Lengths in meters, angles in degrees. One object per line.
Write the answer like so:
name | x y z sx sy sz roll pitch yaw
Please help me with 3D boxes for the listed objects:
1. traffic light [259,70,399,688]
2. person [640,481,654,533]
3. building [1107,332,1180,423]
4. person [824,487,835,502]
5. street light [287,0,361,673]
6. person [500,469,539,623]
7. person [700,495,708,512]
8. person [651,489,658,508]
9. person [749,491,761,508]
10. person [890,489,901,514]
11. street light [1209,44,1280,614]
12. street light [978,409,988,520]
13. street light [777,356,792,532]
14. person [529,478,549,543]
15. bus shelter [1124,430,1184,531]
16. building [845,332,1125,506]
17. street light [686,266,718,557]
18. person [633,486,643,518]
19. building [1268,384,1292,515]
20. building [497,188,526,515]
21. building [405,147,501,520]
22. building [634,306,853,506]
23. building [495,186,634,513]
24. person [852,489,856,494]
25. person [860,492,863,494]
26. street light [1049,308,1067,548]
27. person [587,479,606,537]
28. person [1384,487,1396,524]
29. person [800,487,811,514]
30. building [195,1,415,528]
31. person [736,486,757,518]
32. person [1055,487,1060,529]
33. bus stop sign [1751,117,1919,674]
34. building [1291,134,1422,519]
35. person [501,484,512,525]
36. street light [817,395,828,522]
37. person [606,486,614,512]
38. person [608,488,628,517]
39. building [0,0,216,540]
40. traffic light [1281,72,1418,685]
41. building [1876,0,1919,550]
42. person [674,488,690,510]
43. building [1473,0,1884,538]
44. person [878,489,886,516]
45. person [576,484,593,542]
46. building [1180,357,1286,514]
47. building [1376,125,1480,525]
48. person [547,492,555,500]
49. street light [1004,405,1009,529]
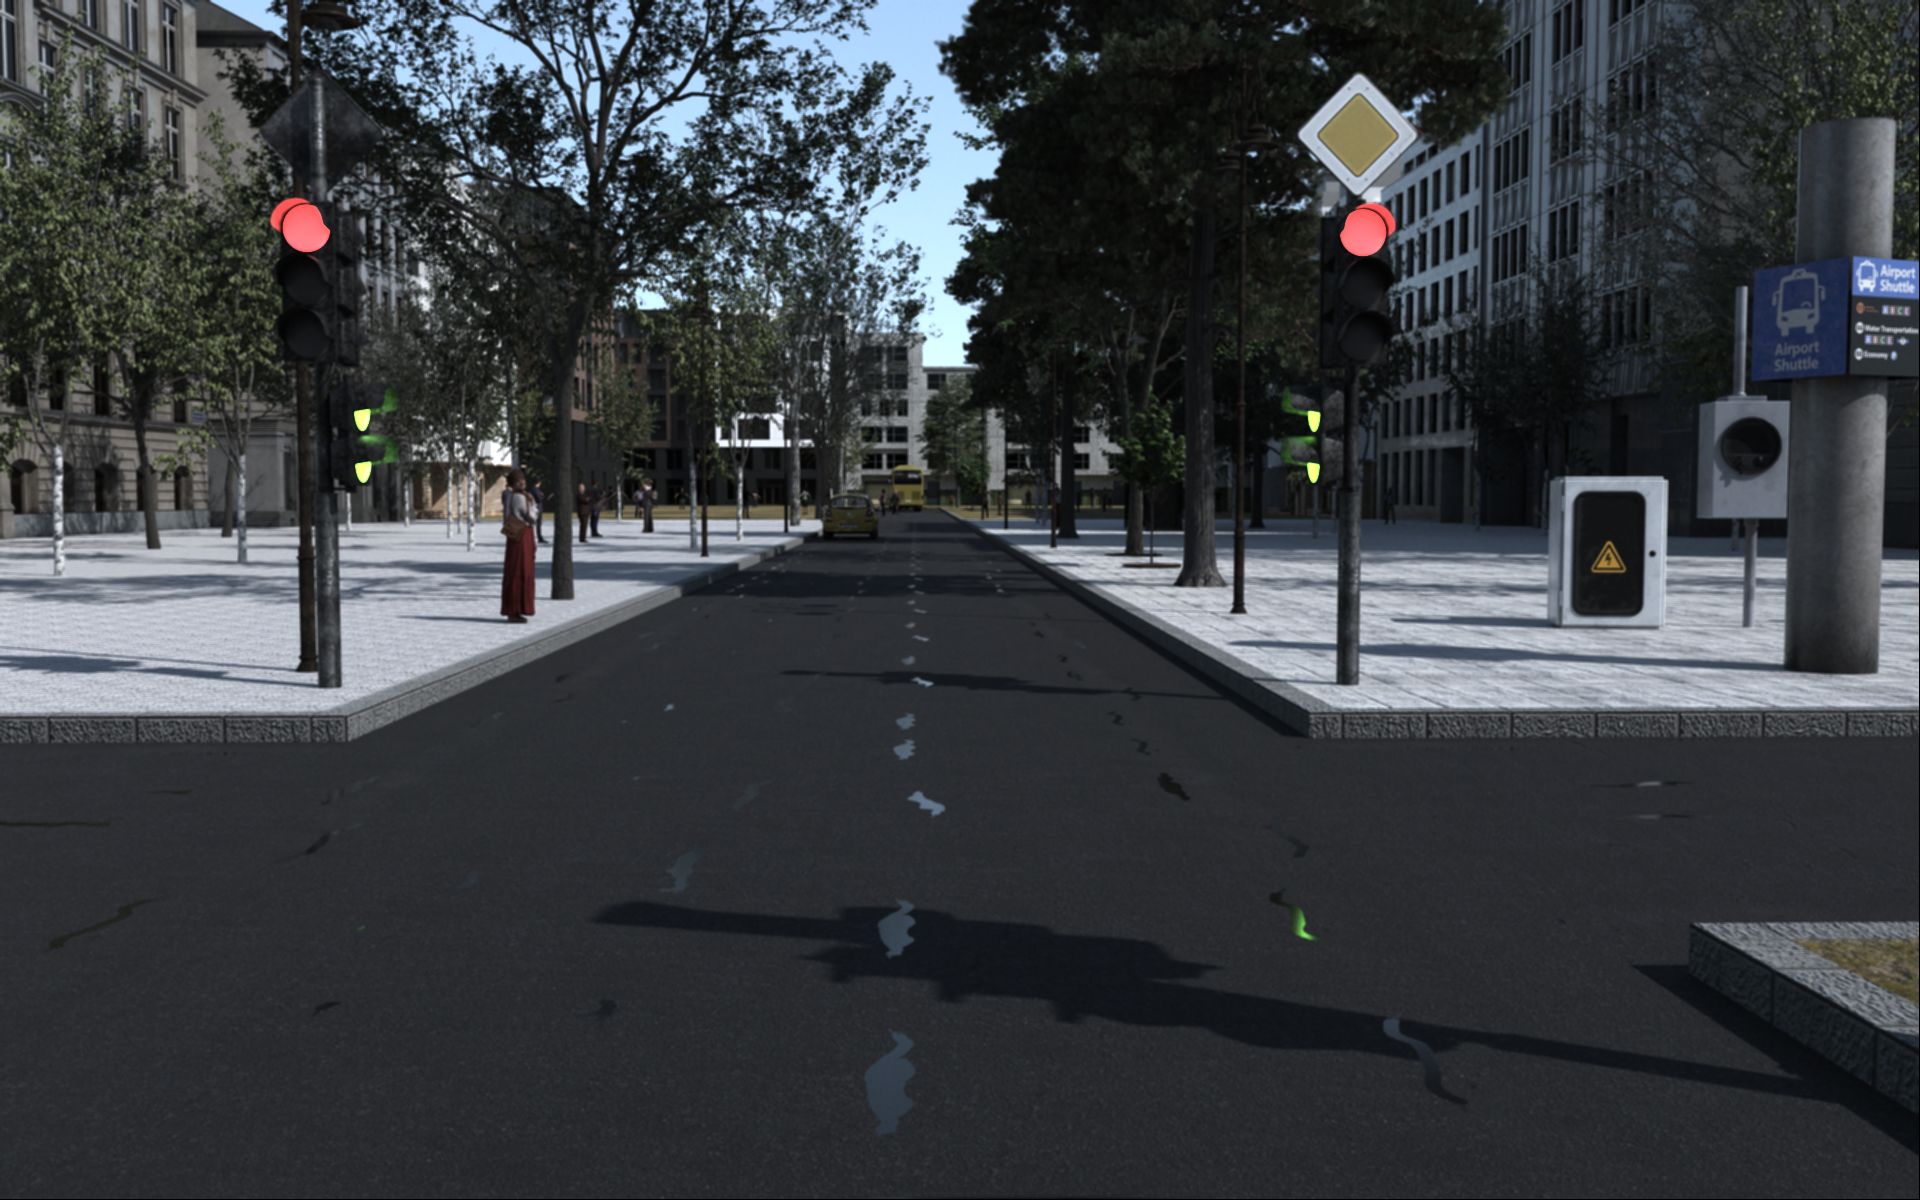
traffic light | -4.163 -1.354 11.376 0.839 4.213 0.868 0 4 -1
person | -10.416 -3.101 57.543 0.445 1.727 0.742 -1 4 -13
building | 34.974 -21.999 203.652 32.646 21.610 27.936 0 4 -1
person | -10.394 -8.159 139.080 1.348 1.869 0.705 3 5 41
street light | -4.712 -2.420 12.357 0.468 5.910 1.993 0 4 -1
person | -4.399 -0.536 17.282 0.387 1.526 0.523 -1 4 -23
person | -13.988 -5.232 94.822 0.421 1.427 0.697 0 4 5
person | -27.402 -9.099 155.337 0.617 1.759 0.750 -1 4 -18
person | -19.762 -9.627 166.612 1.217 1.736 0.721 -1 4 -10
person | -4.498 -6.881 121.553 0.990 1.755 0.434 3 5 44
street light | 2.996 -2.793 18.449 0.468 5.910 1.993 0 4 -1
street light | 1.130 -6.945 86.346 0.468 5.910 1.993 0 4 -1
street light | -5.837 -5.211 57.993 0.468 5.910 1.993 0 4 -1
person | -11.106 -2.353 45.432 0.530 1.710 0.541 -2 4 -27
bus shelter | 6.806 -4.354 62.472 1.731 3.624 6.357 0 4 -2
building | 3.045 -20.277 197.987 31.486 18.905 16.747 0 4 -1
street light | -5.233 -3.825 35.322 0.468 5.910 1.993 0 4 -1
person | -17.150 -5.255 92.907 0.756 1.711 0.436 -1 4 -18
building | 27.535 -15.339 107.220 16.016 20.091 11.380 0 4 -1
building | -34.973 -15.083 103.030 16.016 20.091 11.380 0 4 -1
building | -34.039 -14.390 91.692 16.016 20.091 11.380 0 4 -1
building | -29.193 -21.923 202.418 32.646 21.610 27.936 0 4 -1
building | -43.238 -17.423 128.841 32.646 21.610 27.936 0 4 -1
person | -9.069 -8.696 149.141 0.530 1.710 0.541 -1 4 -20
person | -7.830 -7.937 139.039 0.599 1.433 0.991 0 4 -8
street light | 2.237 -4.185 41.213 0.468 5.910 1.993 0 4 -1
person | -10.904 -2.761 52.009 0.431 1.722 0.655 -3 5 -43
person | 18.367 -4.026 73.927 0.516 1.574 0.319 2 4 35
person | -9.810 -6.244 108.922 0.721 1.735 1.217 3 4 38
building | -30.760 -13.750 73.966 9.793 20.994 18.267 0 4 -1
person | -11.432 -5.244 92.613 1.217 1.723 0.721 1 4 20
person | 3.582 -3.332 62.983 0.523 1.526 0.387 0 4 -3
bus stop sign | 6.342 -1.436 12.500 0.837 3.901 0.837 -1 4 -23
building | 27.768 -14.634 95.693 16.016 20.091 11.380 0 4 -1
person | -18.664 -3.950 71.552 0.541 1.710 0.530 -1 4 -10
street light | -6.407 -6.588 80.505 0.468 5.910 1.993 0 4 -1
person | -25.729 -7.447 127.425 0.705 1.869 1.348 1 4 11
person | -19.328 -5.580 98.003 1.217 1.735 0.721 -2 4 -31
building | -32.647 -13.927 46.783 14.460 24.649 34.723 0 4 -1
traffic light | 2.595 -1.365 11.565 0.839 4.213 0.868 0 4 -1
building | 34.381 -14.610 36.133 25.104 27.353 12.463 0 4 -1
person | -23.106 -8.437 143.993 1.348 1.822 0.705 -2 4 -24
building | 27.272 -14.825 60.413 12.078 24.808 19.932 0 4 -1
person | -5.059 -6.304 112.254 0.721 1.739 1.217 -1 4 -19
person | -9.980 -2.308 46.045 0.388 1.546 0.482 1 4 14
building | 27.164 -16.064 129.102 16.747 18.905 31.486 0 4 -1
building | 26.487 -13.709 78.898 10.420 20.320 16.860 0 4 -1
person | -23.135 -5.744 99.968 1.348 1.822 0.705 -1 4 -12
street light | 1.704 -5.564 63.760 0.468 5.910 1.993 0 4 -1
